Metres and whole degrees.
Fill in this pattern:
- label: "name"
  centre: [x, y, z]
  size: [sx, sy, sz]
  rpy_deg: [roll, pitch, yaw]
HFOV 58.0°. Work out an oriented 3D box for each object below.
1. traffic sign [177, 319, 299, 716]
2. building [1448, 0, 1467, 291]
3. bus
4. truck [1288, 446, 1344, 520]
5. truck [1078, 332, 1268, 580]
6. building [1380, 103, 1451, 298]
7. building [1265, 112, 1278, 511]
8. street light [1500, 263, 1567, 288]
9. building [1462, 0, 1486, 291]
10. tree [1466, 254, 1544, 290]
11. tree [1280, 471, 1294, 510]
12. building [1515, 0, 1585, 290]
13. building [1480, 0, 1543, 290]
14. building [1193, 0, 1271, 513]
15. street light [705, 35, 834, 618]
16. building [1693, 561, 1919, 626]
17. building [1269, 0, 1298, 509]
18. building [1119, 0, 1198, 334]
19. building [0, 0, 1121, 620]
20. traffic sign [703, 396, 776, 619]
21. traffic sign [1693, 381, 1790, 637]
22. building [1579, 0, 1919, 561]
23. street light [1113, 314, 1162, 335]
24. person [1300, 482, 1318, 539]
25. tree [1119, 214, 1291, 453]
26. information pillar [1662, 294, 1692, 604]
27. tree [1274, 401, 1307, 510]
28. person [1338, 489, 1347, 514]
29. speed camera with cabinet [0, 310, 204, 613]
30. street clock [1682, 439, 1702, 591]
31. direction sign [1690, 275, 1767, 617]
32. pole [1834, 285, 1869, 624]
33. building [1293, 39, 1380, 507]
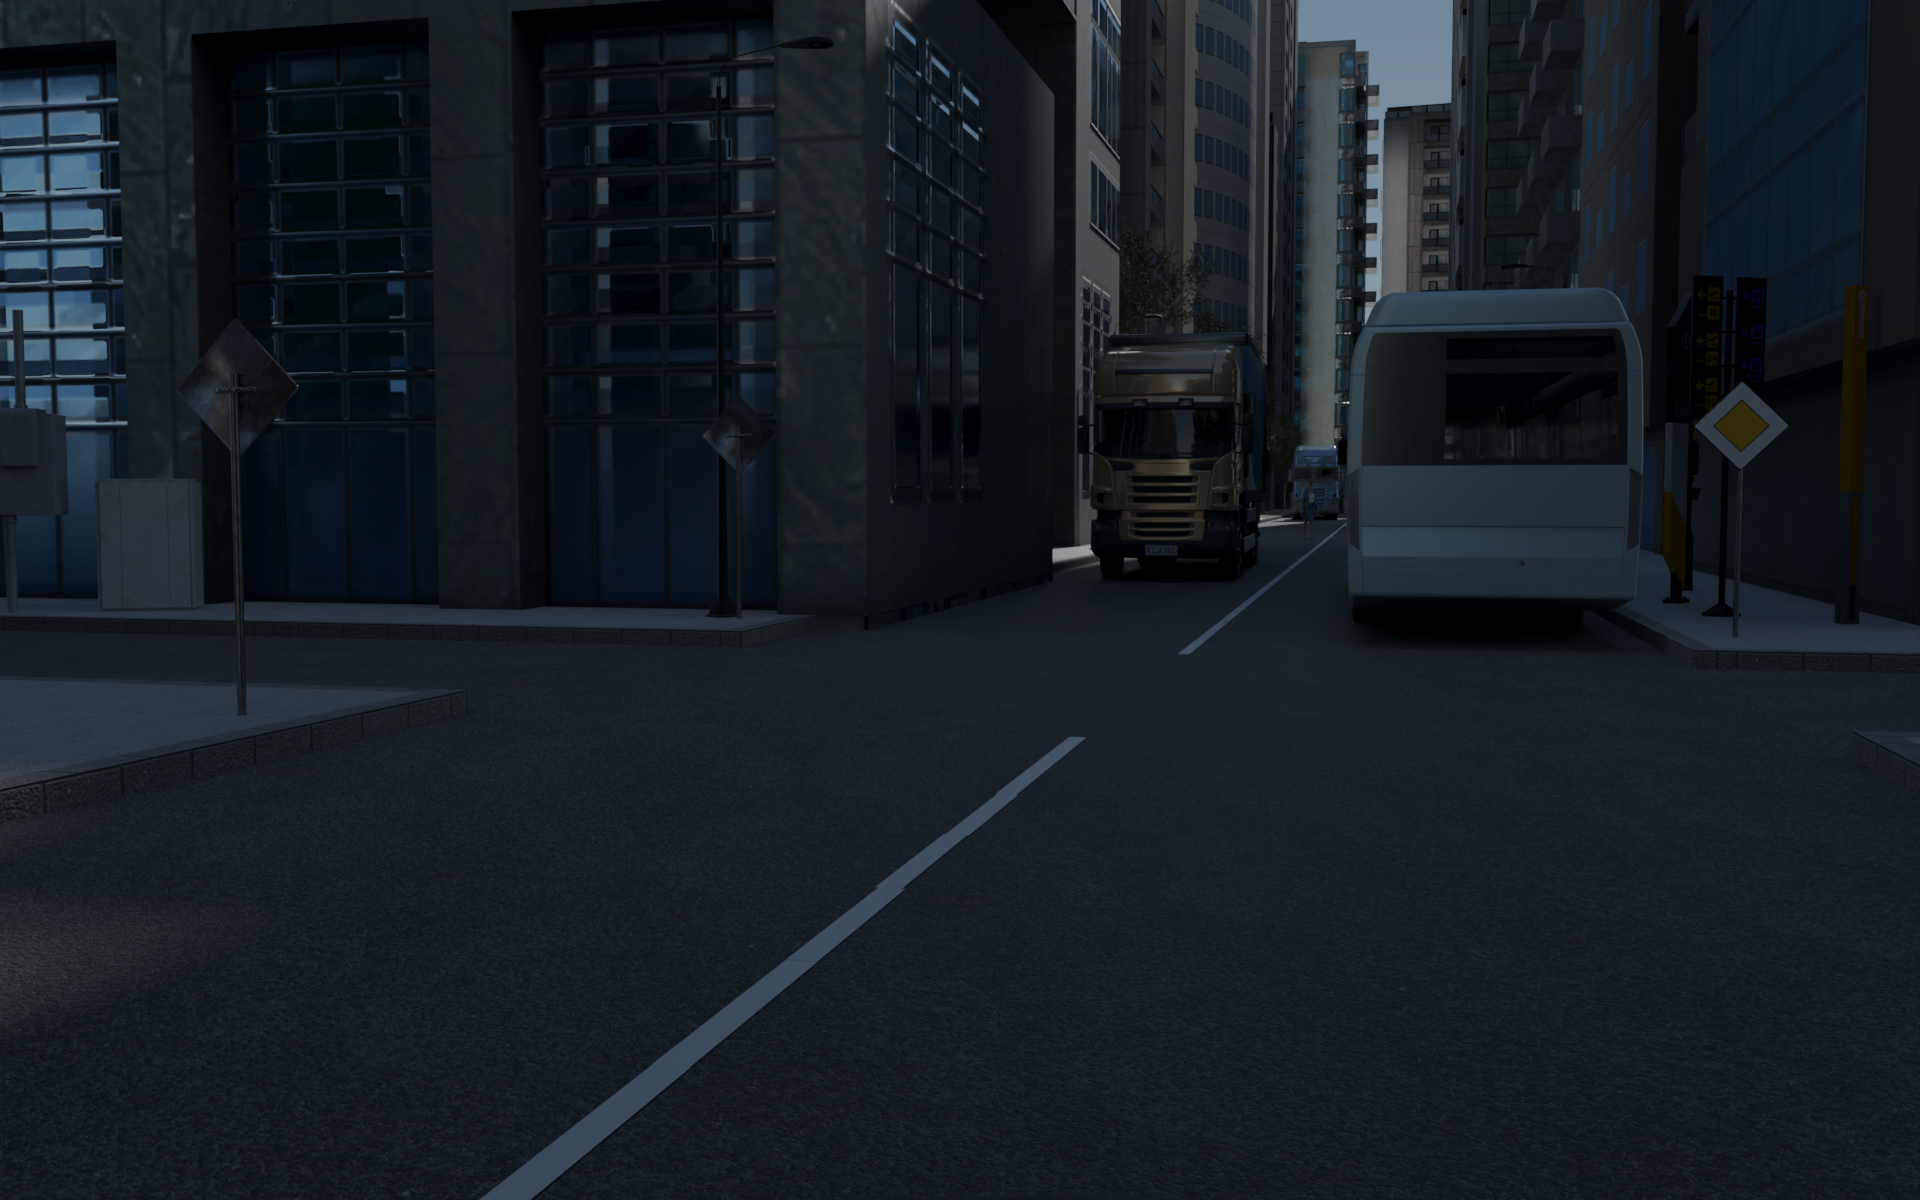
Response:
- label: "traffic sign"
  centre: [-4.162, -0.388, 9.985]
  size: [0.795, 2.450, 0.064]
  rpy_deg: [1, 4, 14]
- label: "building"
  centre: [54.796, -33.878, 143.139]
  size: [28.713, 52.752, 27.495]
  rpy_deg: [1, 4, 14]
- label: "bus"
  centre: [6.270, -1.666, 22.097]
  size: [2.948, 3.499, 13.247]
  rpy_deg: [1, 4, 13]
- label: "truck"
  centre: [21.071, -6.890, 102.410]
  size: [2.967, 4.110, 18.799]
  rpy_deg: [1, 4, 12]
- label: "truck"
  centre: [4.283, -2.667, 32.511]
  size: [2.839, 4.237, 11.283]
  rpy_deg: [1, 4, 12]
- label: "building"
  centre: [49.808, -30.099, 175.717]
  size: [14.086, 41.232, 14.154]
  rpy_deg: [1, 4, 14]
- label: "building"
  centre: [15.673, -21.735, 127.076]
  size: [14.160, 30.474, 14.107]
  rpy_deg: [1, 4, 14]
- label: "street light"
  centre: [11.540, -3.809, 34.818]
  size: [1.470, 5.913, 1.316]
  rpy_deg: [1, 4, 14]
- label: "building"
  centre: [44.993, -35.149, 116.691]
  size: [21.231, 58.520, 28.212]
  rpy_deg: [1, 4, 14]
- label: "tree"
  centre: [17.123, -6.290, 53.196]
  size: [4.360, 8.622, 3.978]
  rpy_deg: [0, 3, 0]
- label: "tree"
  centre: [26.596, -8.936, 140.704]
  size: [1.663, 3.219, 1.824]
  rpy_deg: [0, 3, 0]
- label: "building"
  centre: [34.322, -27.438, 68.214]
  size: [23.786, 49.044, 30.456]
  rpy_deg: [1, 4, 14]
- label: "building"
  centre: [36.505, -19.926, 97.497]
  size: [14.160, 30.474, 14.107]
  rpy_deg: [1, 4, 14]
- label: "building"
  centre: [7.466, -34.509, 106.219]
  size: [21.231, 58.520, 28.212]
  rpy_deg: [1, 4, 14]
- label: "street light"
  centre: [-1.955, -2.769, 17.813]
  size: [1.470, 5.913, 1.316]
  rpy_deg: [1, 4, 14]
- label: "building"
  centre: [17.243, -22.599, 19.605]
  size: [14.200, 45.320, 14.600]
  rpy_deg: [1, 4, 14]
- label: "building"
  centre: [19.389, -43.868, 155.493]
  size: [20.611, 71.187, 20.563]
  rpy_deg: [1, 4, 14]
- label: "building"
  centre: [2.247, -23.807, 72.845]
  size: [14.154, 41.232, 14.086]
  rpy_deg: [1, 4, 14]
- label: "building"
  centre: [-8.137, -44.071, 33.232]
  size: [22.319, 86.520, 31.000]
  rpy_deg: [1, 4, 14]
- label: "traffic sign"
  centre: [-2.266, -0.862, 17.743]
  size: [0.795, 2.450, 0.064]
  rpy_deg: [1, 4, 14]
- label: "traffic sign"
  centre: [6.953, -0.724, 15.476]
  size: [0.795, 2.450, 0.064]
  rpy_deg: [1, 4, 14]
- label: "building"
  centre: [22.703, -23.846, 39.998]
  size: [14.600, 45.320, 14.200]
  rpy_deg: [1, 4, 14]
- label: "street light"
  centre: [4.542, -4.435, 45.049]
  size: [1.470, 5.913, 1.316]
  rpy_deg: [1, 4, 14]
- label: "person"
  centre: [11.127, -2.855, 55.195]
  size: [0.581, 1.822, 0.654]
  rpy_deg: [0, 4, 3]
- label: "tree"
  centre: [6.166, -7.591, 58.529]
  size: [7.601, 10.594, 8.767]
  rpy_deg: [-1, 4, -9]
- label: "information pillar"
  centre: [8.387, -1.768, 20.256]
  size: [0.183, 3.616, 0.504]
  rpy_deg: [3, 5, 44]
- label: "tree"
  centre: [25.549, -11.395, 136.678]
  size: [4.737, 8.622, 4.395]
  rpy_deg: [0, 3, 0]
- label: "person"
  centre: [27.970, -7.253, 127.163]
  size: [0.705, 1.814, 1.350]
  rpy_deg: [-3, 5, -43]
- label: "speed camera with cabinet"
  centre: [-9.488, -1.510, 19.025]
  size: [2.038, 3.252, 0.660]
  rpy_deg: [-1, 4, -13]
- label: "street clock"
  centre: [9.647, -1.127, 22.998]
  size: [0.358, 2.002, 0.471]
  rpy_deg: [1, 4, 17]
- label: "direction sign"
  centre: [8.015, -1.598, 18.127]
  size: [0.876, 3.537, 0.379]
  rpy_deg: [-1, 4, -15]
- label: "pole"
  centre: [8.777, -1.419, 17.043]
  size: [0.158, 3.312, 0.155]
  rpy_deg: [0, 3, 0]
- label: "building"
  centre: [29.084, -34.632, 185.834]
  size: [30.456, 49.044, 23.786]
  rpy_deg: [1, 4, 14]
